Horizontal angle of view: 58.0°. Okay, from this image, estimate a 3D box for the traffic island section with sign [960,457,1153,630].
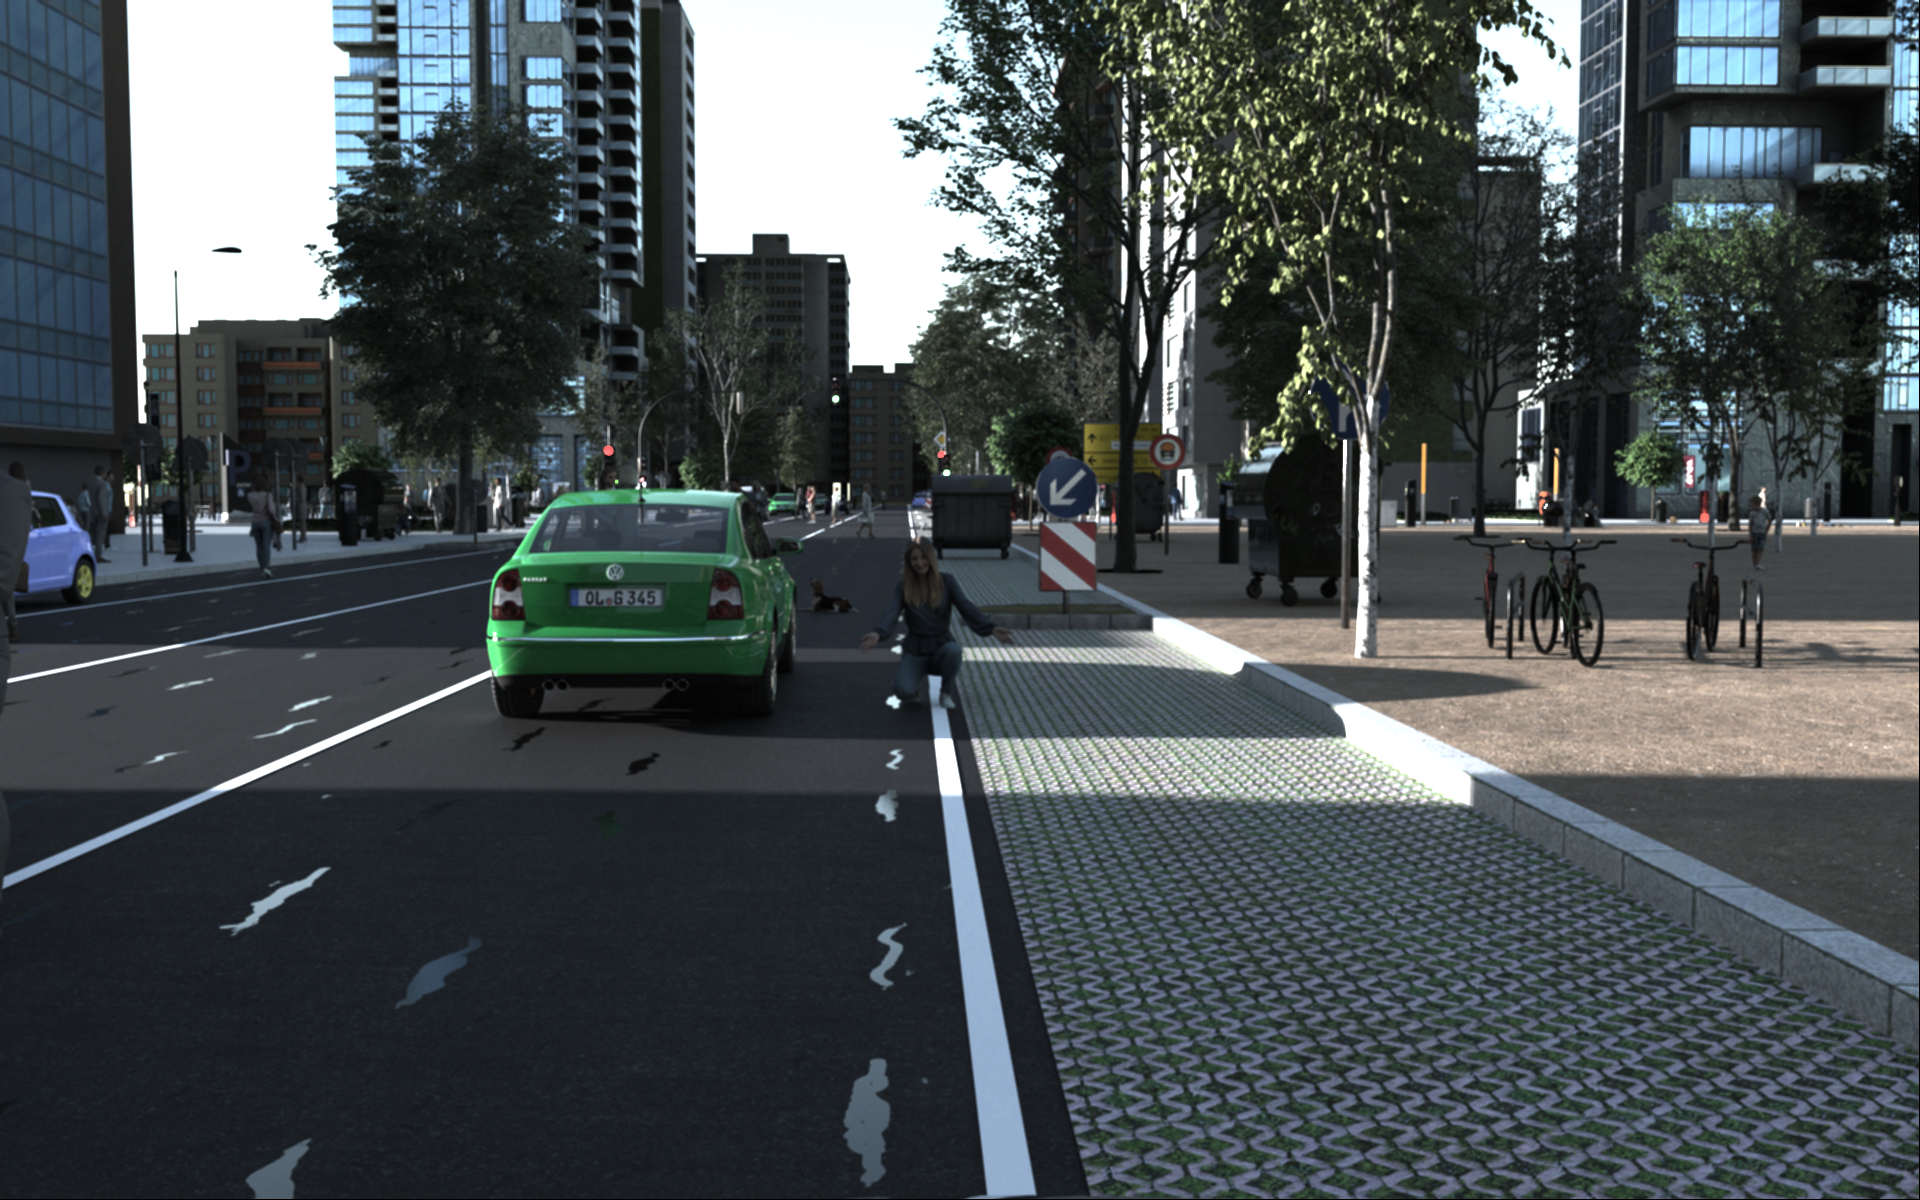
[{"bbox_3d":[1.007,-0.642,19.130,1.989,1.847,2.006,0,4,-2],"label":"traffic island section with sign"}]

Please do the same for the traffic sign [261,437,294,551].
[{"bbox_3d":[-15.335,-2.373,38.898,0.768,2.556,0.104,0,4,5],"label":"traffic sign"}]

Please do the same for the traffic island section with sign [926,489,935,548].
[{"bbox_3d":[0.171,-2.290,46.072,1.989,1.847,2.006,0,4,-2],"label":"traffic island section with sign"}]

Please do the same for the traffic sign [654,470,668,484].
[{"bbox_3d":[-16.561,-5.885,95.958,0.795,2.593,0.064,0,4,5],"label":"traffic sign"}]

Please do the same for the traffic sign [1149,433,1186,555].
[{"bbox_3d":[4.363,-2.225,36.486,0.768,2.556,0.104,0,4,6],"label":"traffic sign"}]

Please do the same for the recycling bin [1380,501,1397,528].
[{"bbox_3d":[16.248,-3.268,65.991,0.722,1.027,0.722,1,4,9],"label":"recycling bin"}]

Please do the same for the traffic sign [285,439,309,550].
[{"bbox_3d":[-15.332,-2.429,39.828,0.768,2.556,0.104,0,4,5],"label":"traffic sign"}]

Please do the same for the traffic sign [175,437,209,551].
[{"bbox_3d":[-17.300,-2.380,39.011,0.768,2.556,0.104,0,4,2],"label":"traffic sign"}]

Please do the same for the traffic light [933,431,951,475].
[{"bbox_3d":[-0.811,-5.351,76.404,0.839,4.253,0.868,0,4,-2],"label":"traffic light"}]

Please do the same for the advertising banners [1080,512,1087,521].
[{"bbox_3d":[5.684,-5.057,78.869,0.090,3.025,2.074,0,4,-5],"label":"advertising banners"}]

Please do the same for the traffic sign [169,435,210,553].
[{"bbox_3d":[-16.850,-2.318,37.899,0.884,2.594,0.081,0,4,-1],"label":"traffic sign"}]

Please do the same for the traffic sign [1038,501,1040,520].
[{"bbox_3d":[3.869,-5.179,84.685,0.884,2.594,0.081,0,4,4],"label":"traffic sign"}]

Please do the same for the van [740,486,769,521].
[{"bbox_3d":[-11.039,-5.156,91.313,2.013,2.044,4.112,0,4,-2],"label":"van"}]

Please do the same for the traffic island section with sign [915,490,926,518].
[{"bbox_3d":[-1.546,-5.705,101.899,1.989,1.847,2.006,0,4,-2],"label":"traffic island section with sign"}]

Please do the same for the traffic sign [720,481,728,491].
[{"bbox_3d":[-17.924,-7.911,131.476,0.606,2.300,0.079,0,4,6],"label":"traffic sign"}]

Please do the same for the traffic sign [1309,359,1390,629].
[{"bbox_3d":[3.672,-0.998,16.429,0.768,2.556,0.104,0,4,0],"label":"traffic sign"}]

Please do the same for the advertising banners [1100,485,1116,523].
[{"bbox_3d":[6.933,-4.950,77.113,2.074,3.025,0.090,3,4,37],"label":"advertising banners"}]

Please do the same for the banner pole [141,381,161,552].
[{"bbox_3d":[-17.769,-2.944,38.145,0.863,3.779,0.401,3,5,43],"label":"banner pole"}]

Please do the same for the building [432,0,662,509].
[{"bbox_3d":[-41.380,-52.098,164.481,22.319,86.520,31.000,0,4,-2],"label":"building"}]

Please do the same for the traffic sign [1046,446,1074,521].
[{"bbox_3d":[2.657,-2.802,45.922,0.768,2.556,0.104,0,4,6],"label":"traffic sign"}]

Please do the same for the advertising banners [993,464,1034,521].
[{"bbox_3d":[2.497,-5.284,82.575,2.074,3.025,0.090,0,4,-7],"label":"advertising banners"}]

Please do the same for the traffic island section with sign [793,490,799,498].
[{"bbox_3d":[-16.828,-10.372,178.207,1.989,1.847,2.006,0,4,-2],"label":"traffic island section with sign"}]

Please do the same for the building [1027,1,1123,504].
[{"bbox_3d":[20.010,-54.268,199.947,22.319,86.520,31.000,0,4,-2],"label":"building"}]

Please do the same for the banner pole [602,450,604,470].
[{"bbox_3d":[-19.666,-6.502,96.322,0.863,3.779,0.401,3,5,44],"label":"banner pole"}]

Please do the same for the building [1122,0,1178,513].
[{"bbox_3d":[22.748,-35.937,129.567,21.231,58.520,28.212,0,4,-2],"label":"building"}]

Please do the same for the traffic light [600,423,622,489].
[{"bbox_3d":[-13.719,-4.837,68.002,0.839,4.253,0.868,0,4,-2],"label":"traffic light"}]

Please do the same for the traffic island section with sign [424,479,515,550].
[{"bbox_3d":[-12.715,-2.234,45.155,1.989,1.847,2.006,0,4,-2],"label":"traffic island section with sign"}]

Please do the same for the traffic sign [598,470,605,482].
[{"bbox_3d":[-18.631,-5.544,90.754,0.768,2.556,0.104,0,4,2],"label":"traffic sign"}]

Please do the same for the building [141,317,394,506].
[{"bbox_3d":[-74.024,-21.770,200.977,28.899,21.520,27.650,0,4,-2],"label":"building"}]

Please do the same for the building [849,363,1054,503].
[{"bbox_3d":[-1.735,-25.380,260.007,28.899,21.520,27.650,0,4,-2],"label":"building"}]

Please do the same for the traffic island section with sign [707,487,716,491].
[{"bbox_3d":[-14.439,-5.632,100.718,1.989,1.847,2.006,0,4,-2],"label":"traffic island section with sign"}]

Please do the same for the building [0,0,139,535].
[{"bbox_3d":[-33.464,-24.326,47.837,14.200,45.320,14.600,0,4,-2],"label":"building"}]

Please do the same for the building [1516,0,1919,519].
[{"bbox_3d":[49.317,-47.946,96.586,31.000,86.520,22.319,0,4,-2],"label":"building"}]

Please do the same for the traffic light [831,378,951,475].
[{"bbox_3d":[-2.652,-5.722,68.217,4.771,5.953,1.251,0,4,-2],"label":"traffic light"}]

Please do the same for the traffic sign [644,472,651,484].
[{"bbox_3d":[-17.652,-5.923,96.941,0.768,2.556,0.104,0,4,7],"label":"traffic sign"}]

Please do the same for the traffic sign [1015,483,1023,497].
[{"bbox_3d":[3.581,-6.519,106.589,0.884,2.594,0.081,0,4,4],"label":"traffic sign"}]

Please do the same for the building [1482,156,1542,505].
[{"bbox_3d":[61.389,-32.288,211.499,14.086,41.232,14.154,0,4,-2],"label":"building"}]

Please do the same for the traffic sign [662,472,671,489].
[{"bbox_3d":[-16.911,-6.058,99.147,0.768,2.556,0.104,0,4,3],"label":"traffic sign"}]

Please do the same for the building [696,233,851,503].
[{"bbox_3d":[-28.491,-34.808,260.987,23.993,40.220,32.217,0,4,-2],"label":"building"}]

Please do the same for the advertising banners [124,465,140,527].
[{"bbox_3d":[-32.073,-4.332,67.023,2.074,3.025,0.090,3,4,37],"label":"advertising banners"}]

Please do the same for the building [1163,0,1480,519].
[{"bbox_3d":[18.901,-25.064,93.386,14.086,41.232,14.154,0,4,-2],"label":"building"}]

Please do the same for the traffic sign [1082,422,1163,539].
[{"bbox_3d":[4.581,-3.365,48.898,2.265,3.308,0.079,0,4,-1],"label":"traffic sign"}]

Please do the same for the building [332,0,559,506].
[{"bbox_3d":[-77.464,-57.525,253.198,31.000,86.520,22.319,0,4,-2],"label":"building"}]

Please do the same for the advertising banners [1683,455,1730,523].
[{"bbox_3d":[33.478,-4.985,77.689,2.074,3.025,0.090,3,4,38],"label":"advertising banners"}]

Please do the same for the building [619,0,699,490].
[{"bbox_3d":[-45.567,-40.457,203.476,28.212,58.520,21.231,0,4,-2],"label":"building"}]

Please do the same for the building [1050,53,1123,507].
[{"bbox_3d":[20.494,-31.594,171.183,22.147,44.769,28.867,0,4,-2],"label":"building"}]

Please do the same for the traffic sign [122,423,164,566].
[{"bbox_3d":[-14.579,-1.884,30.907,0.768,2.556,0.104,0,4,3],"label":"traffic sign"}]
